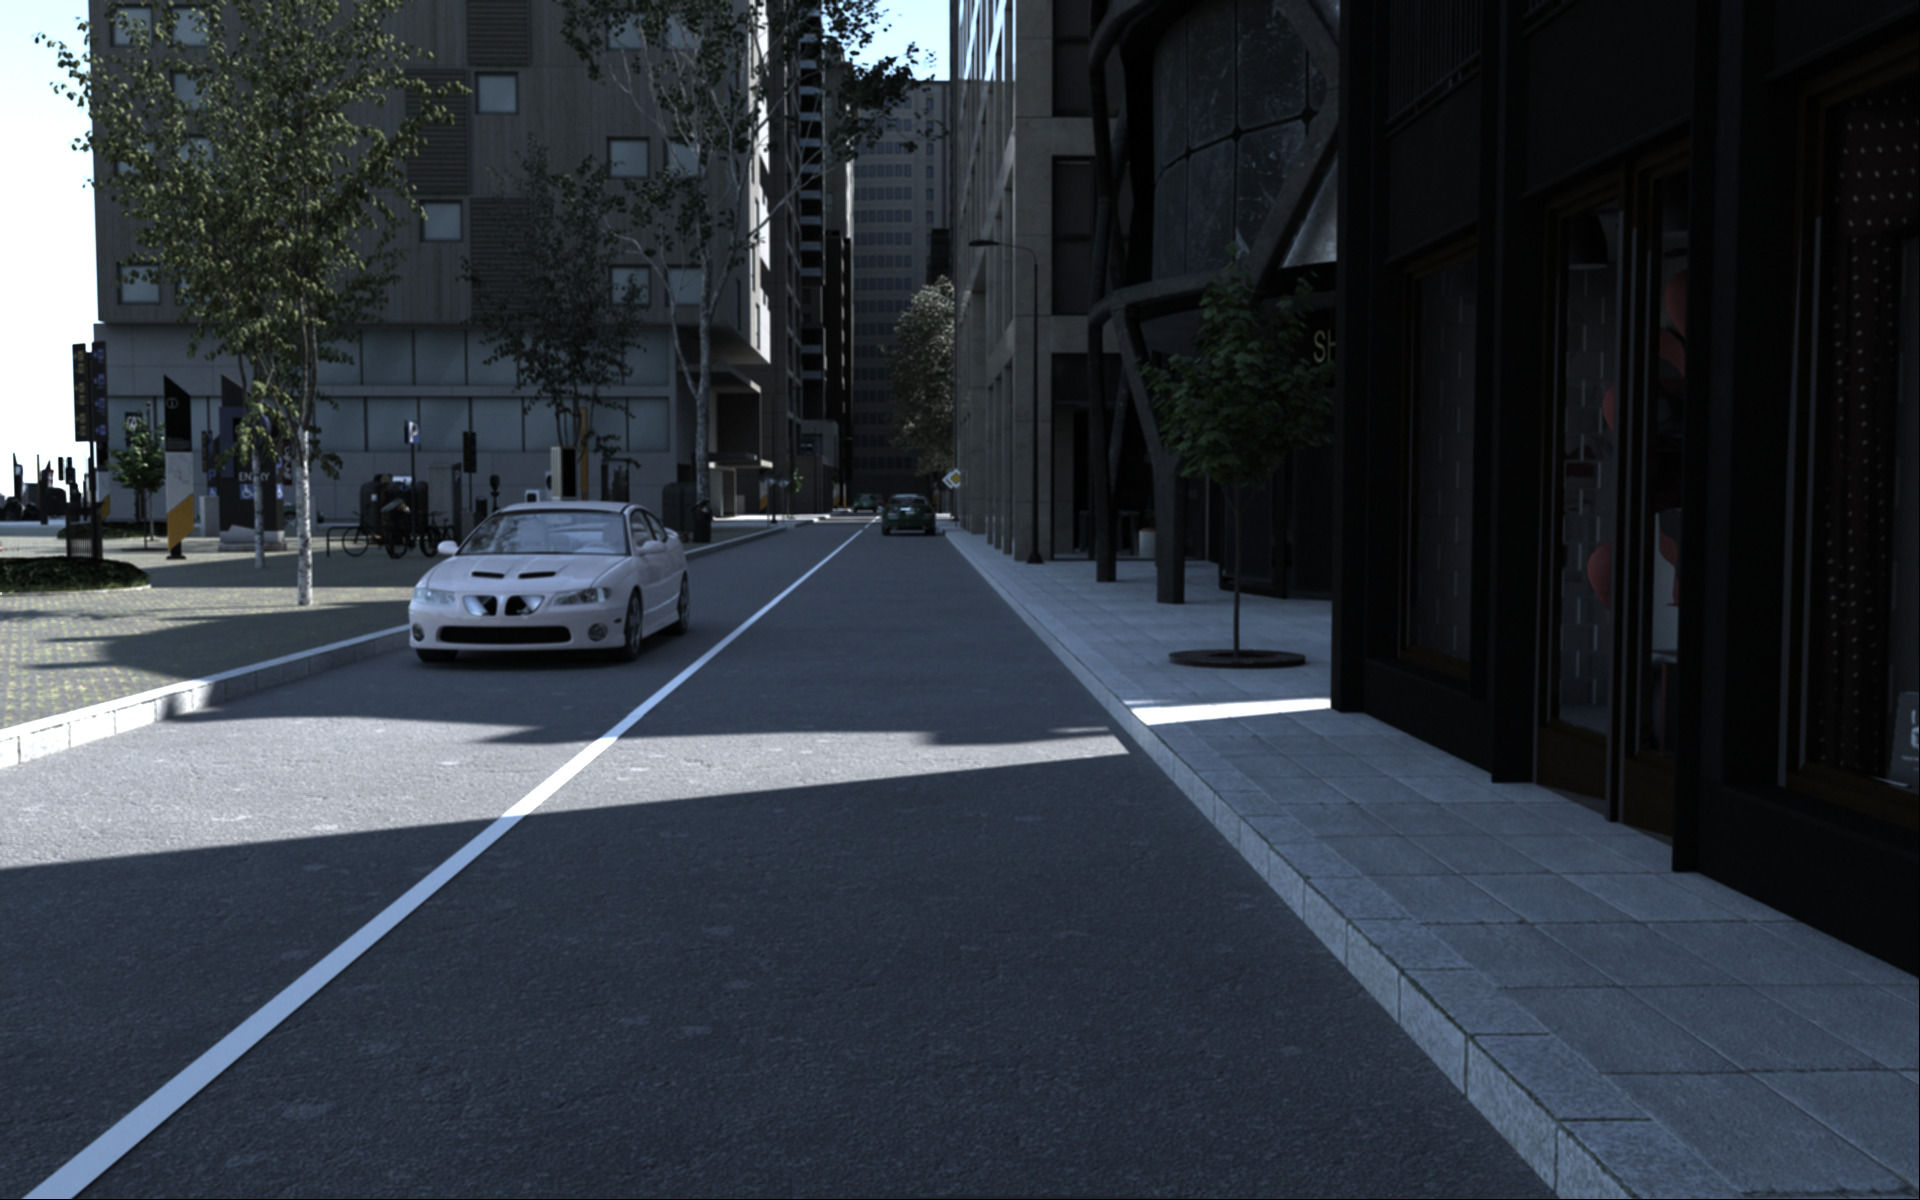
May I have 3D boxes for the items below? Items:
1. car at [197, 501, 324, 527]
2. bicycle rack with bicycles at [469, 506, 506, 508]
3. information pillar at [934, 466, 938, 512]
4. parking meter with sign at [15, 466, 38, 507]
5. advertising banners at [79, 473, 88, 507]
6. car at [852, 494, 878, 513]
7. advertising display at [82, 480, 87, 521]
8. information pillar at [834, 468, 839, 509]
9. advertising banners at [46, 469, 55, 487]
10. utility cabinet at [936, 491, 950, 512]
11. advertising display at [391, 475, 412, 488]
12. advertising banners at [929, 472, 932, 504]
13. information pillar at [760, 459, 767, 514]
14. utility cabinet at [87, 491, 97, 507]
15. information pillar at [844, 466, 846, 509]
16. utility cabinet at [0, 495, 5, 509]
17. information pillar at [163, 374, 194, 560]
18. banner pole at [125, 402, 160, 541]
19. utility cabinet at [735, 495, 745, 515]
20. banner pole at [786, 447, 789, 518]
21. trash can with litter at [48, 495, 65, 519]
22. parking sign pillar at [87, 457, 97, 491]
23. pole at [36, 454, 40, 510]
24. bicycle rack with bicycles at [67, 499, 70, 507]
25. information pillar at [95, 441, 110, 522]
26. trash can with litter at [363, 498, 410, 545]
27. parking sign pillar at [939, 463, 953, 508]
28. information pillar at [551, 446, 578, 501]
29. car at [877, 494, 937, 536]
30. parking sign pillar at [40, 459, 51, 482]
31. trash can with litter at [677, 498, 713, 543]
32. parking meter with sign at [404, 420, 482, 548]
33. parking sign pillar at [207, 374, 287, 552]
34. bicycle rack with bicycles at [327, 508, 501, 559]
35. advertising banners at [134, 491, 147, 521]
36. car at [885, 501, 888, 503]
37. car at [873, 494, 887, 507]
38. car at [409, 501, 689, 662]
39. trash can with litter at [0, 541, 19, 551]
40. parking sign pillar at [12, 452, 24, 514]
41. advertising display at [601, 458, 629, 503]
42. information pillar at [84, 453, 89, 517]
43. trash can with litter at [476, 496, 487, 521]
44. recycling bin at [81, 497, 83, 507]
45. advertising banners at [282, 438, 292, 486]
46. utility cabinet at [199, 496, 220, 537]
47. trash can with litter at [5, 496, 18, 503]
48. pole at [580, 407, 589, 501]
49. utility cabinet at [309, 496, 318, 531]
[{"bbox_3d":[-28.544,-3.608,70.794,4.920,1.459,2.131,0,4,-3],"label":"car"},{"bbox_3d":[-13.594,-2.290,50.818,2.925,0.926,2.852,2,4,25],"label":"bicycle rack with bicycles"},{"bbox_3d":[-1.717,-8.044,122.873,0.183,3.616,0.504,-3,4,-36],"label":"information pillar"},{"bbox_3d":[-58.622,-6.916,109.345,0.543,3.016,1.738,2,4,26],"label":"parking meter with sign"},{"bbox_3d":[-74.055,-9.139,145.615,0.090,3.025,2.074,1,4,19],"label":"advertising banners"},{"bbox_3d":[-7.417,-7.734,135.240,1.959,1.807,4.718,0,4,-3],"label":"car"},{"bbox_3d":[-41.751,-4.736,82.645,0.123,1.923,0.974,-2,4,-24],"label":"advertising display"},{"bbox_3d":[-10.583,-9.598,148.284,0.504,3.616,0.183,-1,4,-11],"label":"information pillar"},{"bbox_3d":[-64.569,-7.659,121.413,2.074,3.025,0.090,-1,4,-17],"label":"advertising banners"},{"bbox_3d":[-1.314,-7.071,124.292,1.173,1.500,0.318,-2,4,-27],"label":"utility cabinet"},{"bbox_3d":[-18.940,-3.287,58.960,0.974,1.923,0.123,2,4,26],"label":"advertising display"},{"bbox_3d":[-2.336,-8.615,137.048,0.090,3.025,2.074,0,4,-5],"label":"advertising banners"},{"bbox_3d":[-12.434,-7.221,109.418,0.504,3.616,0.183,-1,4,-9],"label":"information pillar"},{"bbox_3d":[-62.148,-7.052,123.984,0.318,1.500,1.173,-1,4,-11],"label":"utility cabinet"},{"bbox_3d":[-9.671,-9.405,145.133,0.183,3.616,0.504,-1,4,-13],"label":"information pillar"},{"bbox_3d":[-60.916,-6.017,109.539,1.020,1.237,0.306,1,4,11],"label":"utility cabinet"},{"bbox_3d":[-15.347,-2.608,33.997,0.504,3.616,0.183,-2,4,-32],"label":"information pillar"},{"bbox_3d":[-22.113,-3.472,46.790,0.401,3.779,0.863,3,5,41],"label":"banner pole"},{"bbox_3d":[-13.694,-5.805,106.071,1.020,1.237,0.306,0,4,-6],"label":"utility cabinet"},{"bbox_3d":[-9.080,-6.188,91.187,0.401,3.779,0.863,0,4,-4],"label":"banner pole"},{"bbox_3d":[-47.106,-4.784,89.276,1.678,1.210,2.233,1,4,20],"label":"trash can with litter"},{"bbox_3d":[-63.642,-8.486,127.216,1.447,3.967,1.447,-1,4,-12],"label":"parking sign pillar"},{"bbox_3d":[-46.383,-5.711,87.220,0.158,3.312,0.155,0,3,0],"label":"pole"},{"bbox_3d":[-66.269,-7.145,130.196,2.852,0.926,2.925,-1,4,-18],"label":"bicycle rack with bicycles"},{"bbox_3d":[-31.727,-4.447,64.065,0.183,3.616,0.504,2,4,24],"label":"information pillar"},{"bbox_3d":[-14.479,-1.979,43.744,0.624,1.170,1.055,3,4,38],"label":"trash can with litter"},{"bbox_3d":[-1.063,-8.662,130.103,1.447,3.967,1.447,-2,4,-34],"label":"parking sign pillar"},{"bbox_3d":[-6.129,-1.369,26.879,0.304,2.012,0.304,-3,5,-41],"label":"information pillar"},{"bbox_3d":[-1.834,-3.013,61.062,2.131,1.459,4.920,0,4,-4],"label":"car"},{"bbox_3d":[-70.651,-8.895,133.911,1.447,3.967,1.447,-1,4,-12],"label":"parking sign pillar"},{"bbox_3d":[-7.038,-2.088,45.532,1.055,1.170,0.624,0,4,8],"label":"trash can with litter"},{"bbox_3d":[-12.211,-2.739,41.049,1.738,3.016,0.543,1,4,13],"label":"parking meter with sign"},{"bbox_3d":[-15.869,-3.074,38.739,1.447,3.967,1.447,0,4,2],"label":"parking sign pillar"},{"bbox_3d":[-11.500,-1.367,35.728,2.852,0.926,2.925,2,4,29],"label":"bicycle rack with bicycles"},{"bbox_3d":[-29.909,-4.107,63.329,0.090,3.025,2.074,-3,5,-39],"label":"advertising banners"},{"bbox_3d":[-4.063,-6.302,115.620,1.945,1.354,3.894,0,4,-1],"label":"car"},{"bbox_3d":[-8.177,-9.713,167.847,2.155,1.783,4.494,0,4,-4],"label":"car"},{"bbox_3d":[-3.709,-0.241,16.305,2.083,1.381,4.827,0,4,0],"label":"car"},{"bbox_3d":[-22.474,-1.699,38.830,2.233,1.210,1.678,-1,4,-18],"label":"trash can with litter"},{"bbox_3d":[-60.654,-7.530,111.580,1.447,3.967,1.447,-1,4,-21],"label":"parking sign pillar"},{"bbox_3d":[-6.199,-1.588,31.176,0.123,1.923,0.974,1,4,12],"label":"advertising display"},{"bbox_3d":[-49.501,-6.530,98.117,0.183,3.616,0.504,-2,4,-26],"label":"information pillar"},{"bbox_3d":[-16.209,-2.989,59.923,1.678,1.210,2.233,2,4,25],"label":"trash can with litter"},{"bbox_3d":[-67.531,-7.434,134.094,0.722,1.027,0.722,0,3,0],"label":"recycling bin"},{"bbox_3d":[-21.456,-3.521,53.754,0.090,3.025,2.074,2,4,27],"label":"advertising banners"},{"bbox_3d":[-22.373,-2.511,52.223,0.306,1.237,1.020,2,4,33],"label":"utility cabinet"},{"bbox_3d":[-50.498,-4.942,92.191,0.624,1.170,1.055,-2,4,-30],"label":"trash can with litter"},{"bbox_3d":[-8.860,-2.876,40.871,0.158,3.312,0.155,0,3,0],"label":"pole"},{"bbox_3d":[-22.700,-3.031,60.719,0.306,1.237,1.020,-1,4,-19],"label":"utility cabinet"}]
